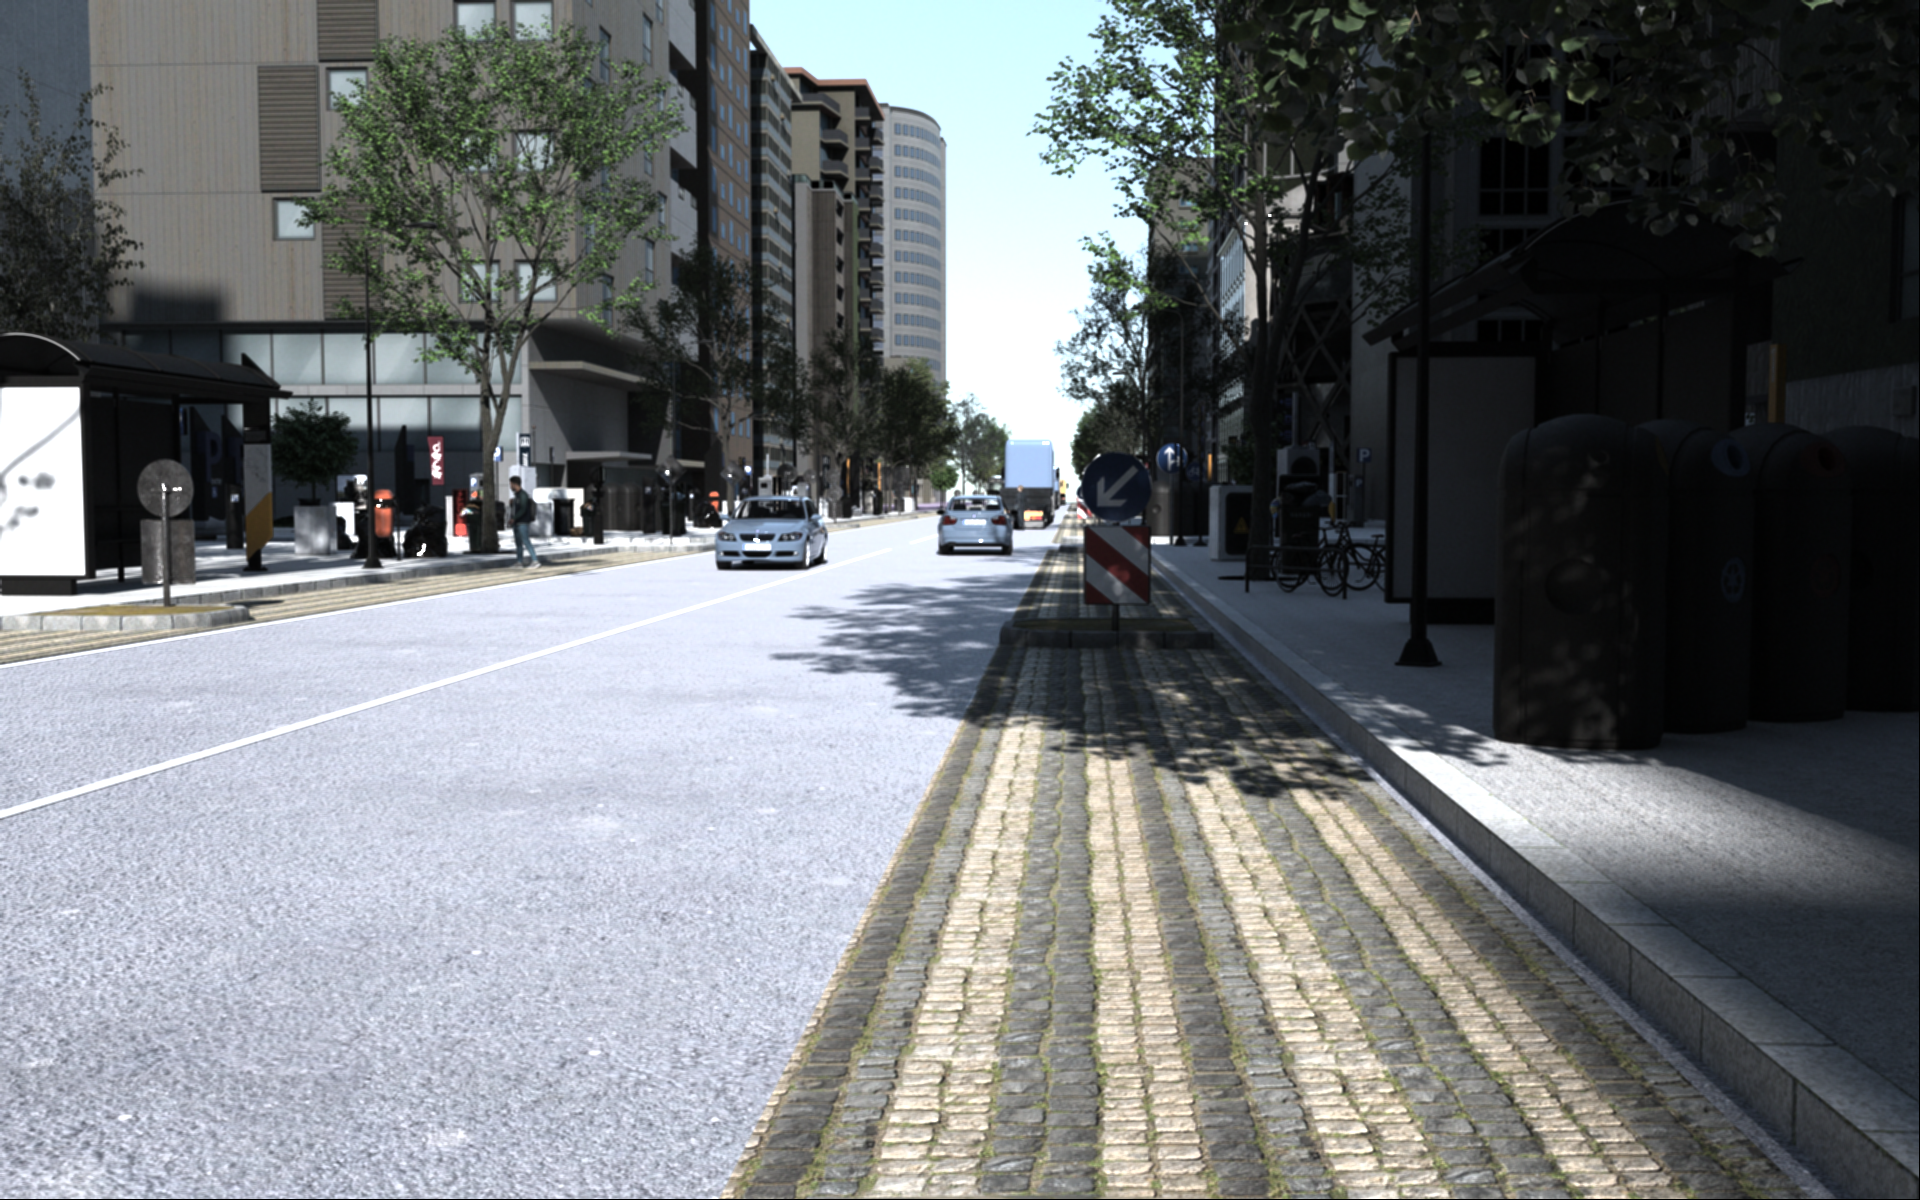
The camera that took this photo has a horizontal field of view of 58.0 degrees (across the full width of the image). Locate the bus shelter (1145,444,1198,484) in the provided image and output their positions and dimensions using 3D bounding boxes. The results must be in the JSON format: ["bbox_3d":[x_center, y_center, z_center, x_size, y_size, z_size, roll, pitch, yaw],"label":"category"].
[{"bbox_3d":[8.865,-4.835,72.977,2.014,3.302,5.546,0,4,4],"label":"bus shelter"}]

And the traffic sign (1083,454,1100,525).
[{"bbox_3d":[3.457,-2.412,43.076,0.795,2.450,0.064,0,4,4],"label":"traffic sign"}]

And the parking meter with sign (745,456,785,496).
[{"bbox_3d":[-8.907,-5.082,79.359,1.738,3.016,0.543,0,4,-3],"label":"parking meter with sign"}]

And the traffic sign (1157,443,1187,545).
[{"bbox_3d":[5.330,-2.659,43.583,0.768,2.556,0.104,1,4,9],"label":"traffic sign"}]

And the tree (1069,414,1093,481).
[{"bbox_3d":[18.380,-19.648,239.364,7.486,12.596,7.792,0,3,0],"label":"tree"}]

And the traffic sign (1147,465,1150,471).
[{"bbox_3d":[8.537,-4.777,78.113,0.884,2.594,0.081,1,4,11],"label":"traffic sign"}]

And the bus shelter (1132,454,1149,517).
[{"bbox_3d":[10.120,-6.714,101.061,1.731,3.624,6.357,0,4,4],"label":"bus shelter"}]

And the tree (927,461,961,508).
[{"bbox_3d":[-1.571,-11.047,164.328,4.285,4.588,4.351,0,3,0],"label":"tree"}]

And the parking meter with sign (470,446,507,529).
[{"bbox_3d":[-17.420,-4.073,62.859,0.543,3.016,1.738,2,4,32],"label":"parking meter with sign"}]

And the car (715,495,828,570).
[{"bbox_3d":[-3.675,-1.365,34.325,2.014,1.417,4.499,0,4,3],"label":"car"}]

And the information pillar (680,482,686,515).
[{"bbox_3d":[-17.197,-6.301,107.515,0.304,2.012,0.304,0,4,8],"label":"information pillar"}]

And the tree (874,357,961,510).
[{"bbox_3d":[-3.700,-13.754,143.001,7.486,12.596,7.792,0,3,0],"label":"tree"}]

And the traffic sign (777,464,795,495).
[{"bbox_3d":[-7.288,-4.425,72.451,0.768,2.556,0.104,1,4,9],"label":"traffic sign"}]

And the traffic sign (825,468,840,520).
[{"bbox_3d":[-6.292,-5.228,85.583,0.768,2.556,0.104,0,4,8],"label":"traffic sign"}]

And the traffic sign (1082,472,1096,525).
[{"bbox_3d":[3.989,-2.899,51.044,0.795,2.450,0.064,0,4,4],"label":"traffic sign"}]

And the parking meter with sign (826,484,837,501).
[{"bbox_3d":[-9.166,-7.972,126.603,0.543,3.016,1.738,3,4,38],"label":"parking meter with sign"}]

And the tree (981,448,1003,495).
[{"bbox_3d":[3.881,-18.283,249.295,4.737,8.622,4.395,0,3,0],"label":"tree"}]

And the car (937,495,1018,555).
[{"bbox_3d":[0.410,-1.837,42.033,2.014,1.417,4.499,0,4,2],"label":"car"}]

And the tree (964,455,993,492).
[{"bbox_3d":[2.439,-17.448,235.641,4.360,8.622,3.978,0,3,0],"label":"tree"}]

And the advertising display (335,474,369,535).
[{"bbox_3d":[-19.186,-3.025,54.673,0.974,1.923,0.123,-2,4,-27],"label":"advertising display"}]

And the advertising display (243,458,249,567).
[{"bbox_3d":[-12.530,-1.549,30.544,0.123,1.923,0.974,-2,4,-26],"label":"advertising display"}]

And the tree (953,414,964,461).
[{"bbox_3d":[-3.304,-12.186,133.658,8.767,10.594,7.601,2,4,29],"label":"tree"}]

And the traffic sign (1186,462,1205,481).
[{"bbox_3d":[9.341,-4.197,68.732,0.768,2.556,0.104,1,4,13],"label":"traffic sign"}]

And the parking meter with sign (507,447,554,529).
[{"bbox_3d":[-15.939,-4.151,64.135,1.738,3.016,0.543,0,4,-7],"label":"parking meter with sign"}]

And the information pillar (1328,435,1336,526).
[{"bbox_3d":[14.928,-4.776,69.440,0.183,3.616,0.504,-1,4,-13],"label":"information pillar"}]

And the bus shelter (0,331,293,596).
[{"bbox_3d":[-11.568,-1.860,24.339,2.014,3.302,5.546,0,4,4],"label":"bus shelter"}]

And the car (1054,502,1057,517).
[{"bbox_3d":[5.079,-5.861,108.401,1.945,1.354,3.894,0,4,3],"label":"car"}]

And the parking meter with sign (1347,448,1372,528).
[{"bbox_3d":[15.240,-4.294,66.474,0.543,3.016,1.738,0,4,-4],"label":"parking meter with sign"}]

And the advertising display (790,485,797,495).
[{"bbox_3d":[-11.992,-7.375,125.796,0.123,1.923,0.974,3,4,36],"label":"advertising display"}]

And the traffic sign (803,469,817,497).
[{"bbox_3d":[-7.624,-5.398,88.366,0.768,2.556,0.104,0,4,6],"label":"traffic sign"}]

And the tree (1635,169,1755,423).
[{"bbox_3d":[16.414,-5.317,37.289,4.737,8.622,4.395,0,3,0],"label":"tree"}]

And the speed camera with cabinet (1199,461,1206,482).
[{"bbox_3d":[15.517,-6.781,105.209,2.038,3.252,0.660,0,4,-8],"label":"speed camera with cabinet"}]

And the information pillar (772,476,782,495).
[{"bbox_3d":[-7.380,-4.005,69.971,0.304,2.012,0.304,3,5,41],"label":"information pillar"}]

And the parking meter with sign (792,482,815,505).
[{"bbox_3d":[-10.115,-7.055,111.603,1.738,3.016,0.543,2,4,26],"label":"parking meter with sign"}]

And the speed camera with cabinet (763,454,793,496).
[{"bbox_3d":[-8.932,-5.546,85.019,0.660,3.252,2.038,-3,4,-36],"label":"speed camera with cabinet"}]

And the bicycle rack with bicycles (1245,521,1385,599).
[{"bbox_3d":[4.991,-0.559,22.528,2.852,0.926,2.925,-2,4,-31],"label":"bicycle rack with bicycles"}]

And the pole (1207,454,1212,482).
[{"bbox_3d":[12.759,-5.797,88.619,0.158,3.312,0.155,0,3,0],"label":"pole"}]

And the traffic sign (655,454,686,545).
[{"bbox_3d":[-7.312,-2.457,43.813,0.795,2.450,0.064,0,4,4],"label":"traffic sign"}]

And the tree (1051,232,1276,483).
[{"bbox_3d":[7.014,-7.744,61.027,8.767,10.594,7.601,1,4,17],"label":"tree"}]

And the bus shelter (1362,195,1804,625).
[{"bbox_3d":[4.830,-1.259,14.501,2.014,3.302,5.546,0,4,4],"label":"bus shelter"}]

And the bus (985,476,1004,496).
[{"bbox_3d":[4.010,-10.506,166.630,2.948,3.499,13.247,0,4,3],"label":"bus"}]

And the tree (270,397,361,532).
[{"bbox_3d":[-21.970,-4.586,58.701,4.285,4.588,4.351,0,3,0],"label":"tree"}]

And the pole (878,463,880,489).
[{"bbox_3d":[-5.215,-7.222,111.917,0.158,3.312,0.155,0,3,0],"label":"pole"}]

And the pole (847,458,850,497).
[{"bbox_3d":[-6.353,-6.401,98.503,0.158,3.312,0.155,0,3,0],"label":"pole"}]

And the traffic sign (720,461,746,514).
[{"bbox_3d":[-6.780,-2.944,51.780,0.795,2.450,0.064,0,4,4],"label":"traffic sign"}]

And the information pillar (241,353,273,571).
[{"bbox_3d":[-11.675,-2.288,28.760,0.504,3.616,0.183,1,4,16],"label":"information pillar"}]

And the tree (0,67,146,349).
[{"bbox_3d":[-15.678,-4.823,29.223,4.360,8.622,3.978,0,3,0],"label":"tree"}]

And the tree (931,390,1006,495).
[{"bbox_3d":[0.567,-17.858,202.348,12.009,13.543,11.850,0,3,0],"label":"tree"}]

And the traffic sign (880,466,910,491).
[{"bbox_3d":[-4.765,-8.087,126.102,2.265,3.308,0.079,1,4,9],"label":"traffic sign"}]

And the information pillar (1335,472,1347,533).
[{"bbox_3d":[12.507,-3.199,56.802,0.304,2.012,0.304,2,4,28],"label":"information pillar"}]

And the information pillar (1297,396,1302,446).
[{"bbox_3d":[7.997,-3.065,41.470,0.183,3.616,0.504,-2,4,-24],"label":"information pillar"}]

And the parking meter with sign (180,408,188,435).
[{"bbox_3d":[-16.305,-2.341,34.530,0.543,3.016,1.738,2,4,28],"label":"parking meter with sign"}]

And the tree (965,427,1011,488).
[{"bbox_3d":[5.490,-22.471,284.409,9.611,12.733,9.660,0,3,0],"label":"tree"}]

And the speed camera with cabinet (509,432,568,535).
[{"bbox_3d":[-13.501,-3.738,55.454,2.038,3.252,0.660,2,4,31],"label":"speed camera with cabinet"}]

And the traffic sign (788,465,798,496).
[{"bbox_3d":[-7.456,-4.622,75.678,0.768,2.556,0.104,1,4,13],"label":"traffic sign"}]

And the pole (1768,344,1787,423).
[{"bbox_3d":[11.134,-1.824,23.661,0.158,3.312,0.155,0,3,0],"label":"pole"}]

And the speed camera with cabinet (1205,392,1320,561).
[{"bbox_3d":[5.862,-2.385,33.333,2.038,3.252,0.660,-1,4,-12],"label":"speed camera with cabinet"}]
